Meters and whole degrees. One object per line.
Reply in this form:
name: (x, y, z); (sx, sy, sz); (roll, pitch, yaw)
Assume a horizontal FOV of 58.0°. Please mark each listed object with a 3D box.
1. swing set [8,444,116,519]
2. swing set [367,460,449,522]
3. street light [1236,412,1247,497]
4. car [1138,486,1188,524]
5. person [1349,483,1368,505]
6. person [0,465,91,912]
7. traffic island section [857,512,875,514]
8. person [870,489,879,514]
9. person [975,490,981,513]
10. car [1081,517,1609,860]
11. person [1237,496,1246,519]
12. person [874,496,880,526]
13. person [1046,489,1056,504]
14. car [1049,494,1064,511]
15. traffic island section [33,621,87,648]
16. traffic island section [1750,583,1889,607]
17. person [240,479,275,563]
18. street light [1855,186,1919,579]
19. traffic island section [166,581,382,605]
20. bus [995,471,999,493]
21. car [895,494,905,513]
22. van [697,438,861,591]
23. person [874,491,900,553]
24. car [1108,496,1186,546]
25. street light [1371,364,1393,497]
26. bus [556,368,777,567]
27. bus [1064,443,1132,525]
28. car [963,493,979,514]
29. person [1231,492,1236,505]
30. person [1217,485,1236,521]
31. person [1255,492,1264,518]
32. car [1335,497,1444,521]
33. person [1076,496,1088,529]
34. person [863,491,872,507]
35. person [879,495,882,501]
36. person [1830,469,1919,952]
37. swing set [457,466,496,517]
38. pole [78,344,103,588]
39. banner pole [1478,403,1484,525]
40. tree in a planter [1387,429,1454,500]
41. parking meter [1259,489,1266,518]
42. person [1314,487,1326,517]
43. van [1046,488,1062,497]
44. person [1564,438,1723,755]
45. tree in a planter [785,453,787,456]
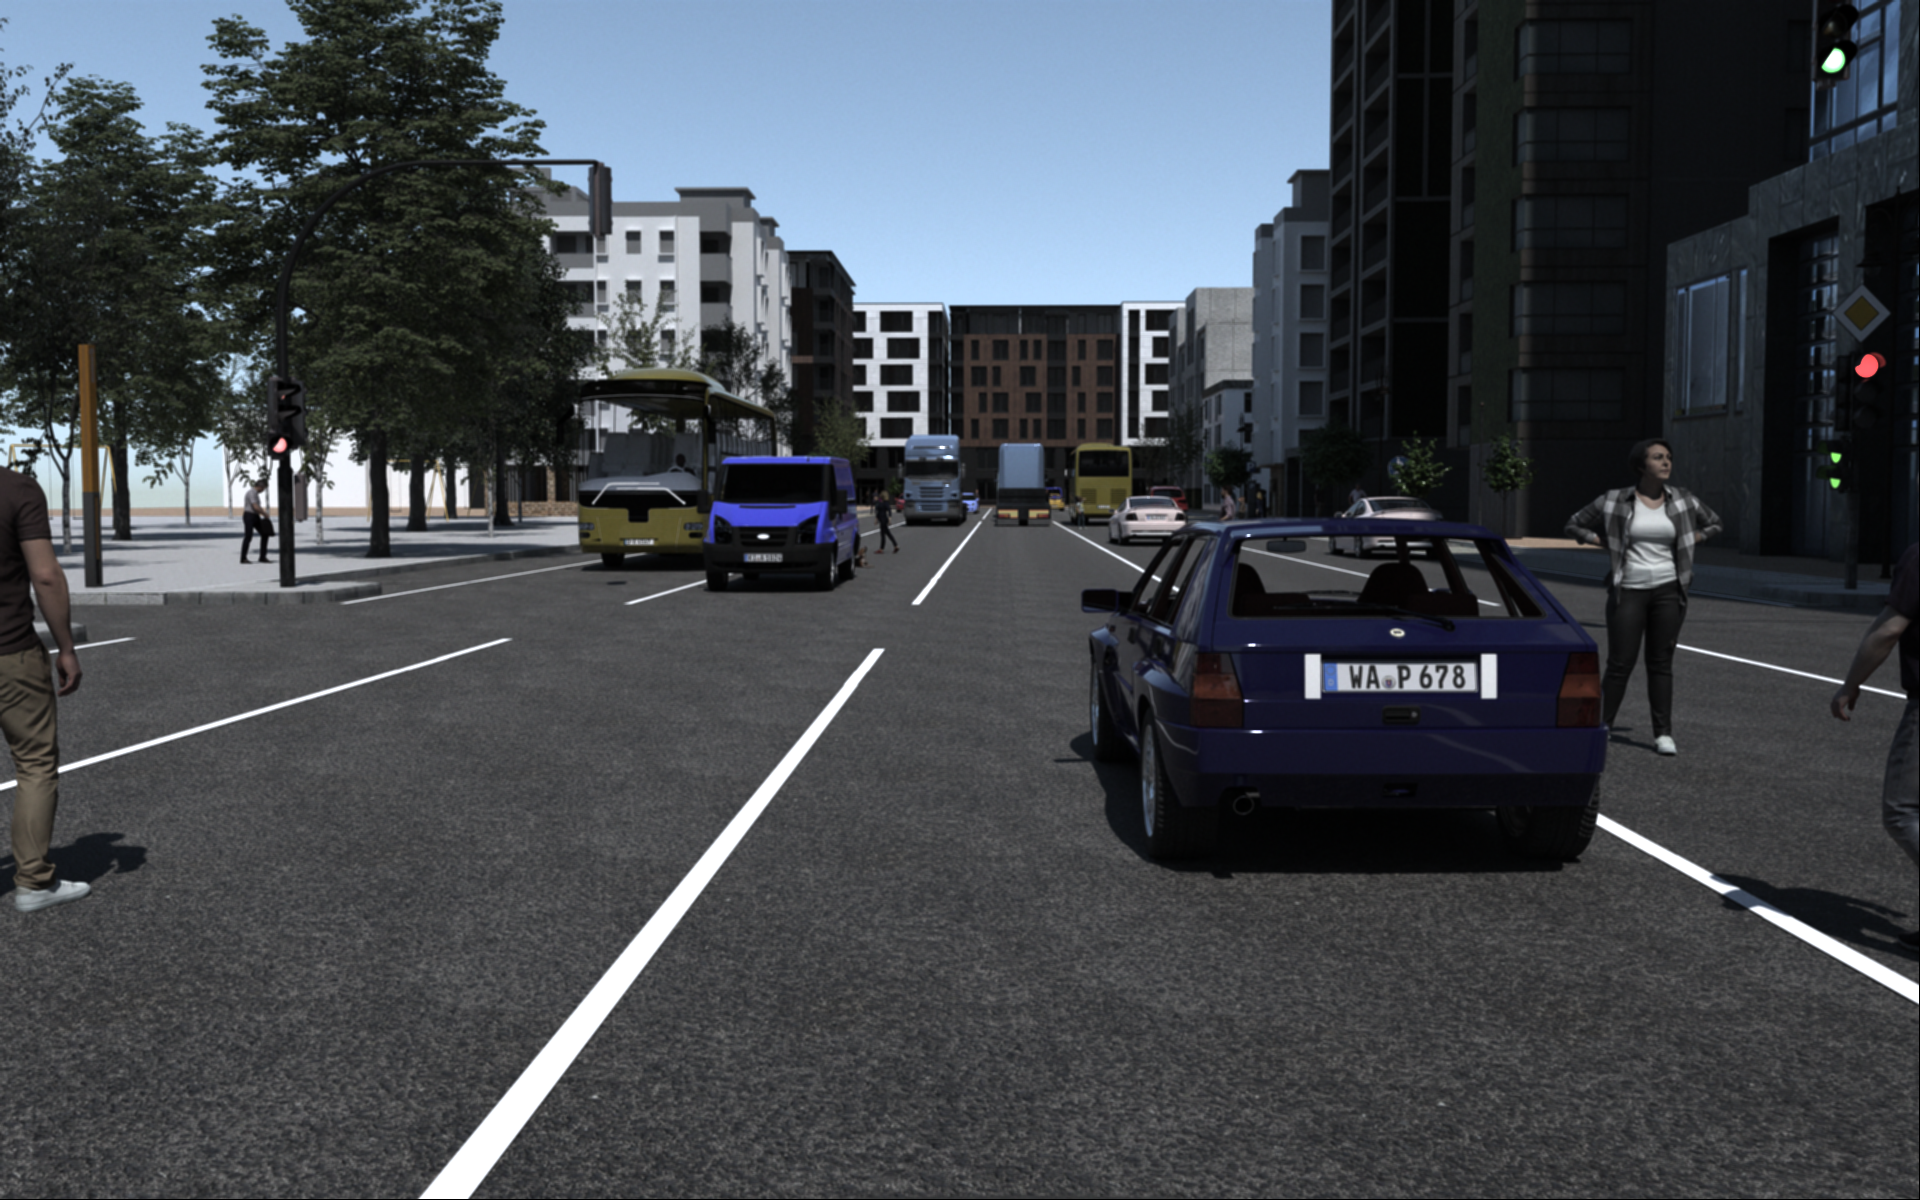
swing set: (-28.691, -3.545, 55.589); (3.119, 2.851, 2.862); (-3, 5, -42)
swing set: (-25.522, -5.060, 80.353); (3.119, 2.851, 2.862); (-2, 4, -35)
street light: (15.869, -7.640, 97.697); (0.468, 5.910, 1.993); (0, 4, 1)
car: (9.875, -4.620, 84.207); (2.281, 1.827, 5.304); (0, 4, 1)
person: (15.290, -3.653, 66.710); (0.756, 1.711, 0.436); (3, 4, 39)
person: (-3.348, 0.162, 5.972); (0.598, 1.807, 0.434); (0, 4, 4)
traffic island section: (-6.465, -6.288, 125.668); (1.991, 0.108, 1.994); (0, 4, 1)
person: (-6.021, -6.921, 122.113); (0.683, 1.767, 0.568); (0, 4, -4)
person: (1.341, -7.444, 130.757); (0.434, 1.755, 0.990); (2, 4, 33)
car: (1.579, 0.272, 8.137); (1.945, 1.354, 3.894); (0, 4, 0)
person: (10.765, -3.306, 66.464); (0.340, 1.345, 0.435); (1, 4, 22)
person: (-3.748, -3.990, 77.647); (0.340, 1.345, 0.435); (-1, 4, -23)
person: (6.131, -6.932, 121.850); (1.348, 1.822, 0.705); (-2, 4, -34)
car: (7.852, -8.319, 146.232); (2.015, 1.641, 3.980); (0, 4, -1)
traffic island section: (-9.491, 0.389, 15.917); (2.009, 0.180, 2.903); (0, 4, 1)
traffic island section: (12.040, -0.067, 23.372); (2.009, 0.180, 2.903); (0, 4, 1)
person: (-13.043, -1.460, 32.131); (0.590, 1.554, 0.614); (-1, 4, -11)
street light: (14.072, -3.264, 26.148); (0.468, 5.910, 1.993); (0, 4, 1)
traffic island section: (-9.294, -0.099, 23.900); (2.009, 0.180, 2.903); (0, 4, 1)
bus: (3.703, -7.109, 111.084); (2.948, 3.499, 13.247); (0, 4, 2)
car: (-4.025, -7.753, 135.793); (2.155, 1.783, 4.494); (0, 4, 1)
van: (-2.753, -1.407, 27.393); (2.240, 2.365, 5.245); (0, 4, 2)
person: (-1.776, -1.885, 41.868); (0.613, 1.512, 0.480); (-3, 5, -41)
car: (5.327, -2.269, 49.463); (2.083, 1.381, 4.827); (0, 4, -1)
street light: (14.981, -5.436, 61.670); (0.468, 5.910, 1.993); (0, 4, 1)
bus: (-5.855, -2.807, 37.441); (2.896, 3.916, 12.252); (0, 4, 0)
bus: (6.576, -5.575, 82.693); (2.896, 3.916, 12.252); (0, 4, 2)
car: (0.438, -7.121, 126.023); (1.945, 1.707, 3.694); (0, 4, 3)
person: (12.512, -4.384, 80.305); (0.598, 1.807, 0.434); (-1, 4, -15)
person: (4.566, -1.185, 29.836); (0.435, 1.587, 0.963); (0, 4, 7)
person: (11.025, -3.206, 63.462); (0.613, 1.512, 0.480); (2, 4, 33)
car: (9.707, -1.663, 39.560); (2.083, 1.381, 4.827); (0, 4, 0)
person: (4.970, -3.562, 70.645); (0.340, 1.345, 0.435); (2, 4, 34)
person: (-9.643, -10.501, 181.013); (1.217, 1.723, 0.721); (-2, 4, -32)
person: (-6.273, -7.665, 137.049); (0.991, 1.433, 0.599); (1, 4, 13)
person: (2.981, 0.333, 5.258); (0.569, 1.553, 0.471); (1, 4, 17)
swing set: (-28.019, -6.102, 97.387); (3.119, 2.851, 2.862); (1, 4, 18)
pole: (-11.915, -1.828, 23.729); (0.158, 3.312, 0.155); (0, 3, 0)
banner pole: (14.333, -3.527, 47.687); (0.401, 3.779, 0.863); (1, 4, 15)
tree in a planter: (12.642, -3.102, 47.934); (1.991, 3.239, 1.994); (0, 4, 1)
parking meter: (15.164, -4.794, 86.792); (0.372, 1.533, 0.369); (0, 3, 0)
person: (16.120, -4.356, 77.390); (0.598, 1.807, 0.434); (-1, 4, -23)
van: (8.922, -10.037, 168.482); (2.240, 2.365, 5.245); (0, 4, 1)
person: (3.800, -0.024, 9.616); (0.841, 1.734, 0.376); (1, 4, 14)
tree in a planter: (-7.682, -4.822, 76.068); (1.991, 3.239, 1.994); (0, 4, 1)
